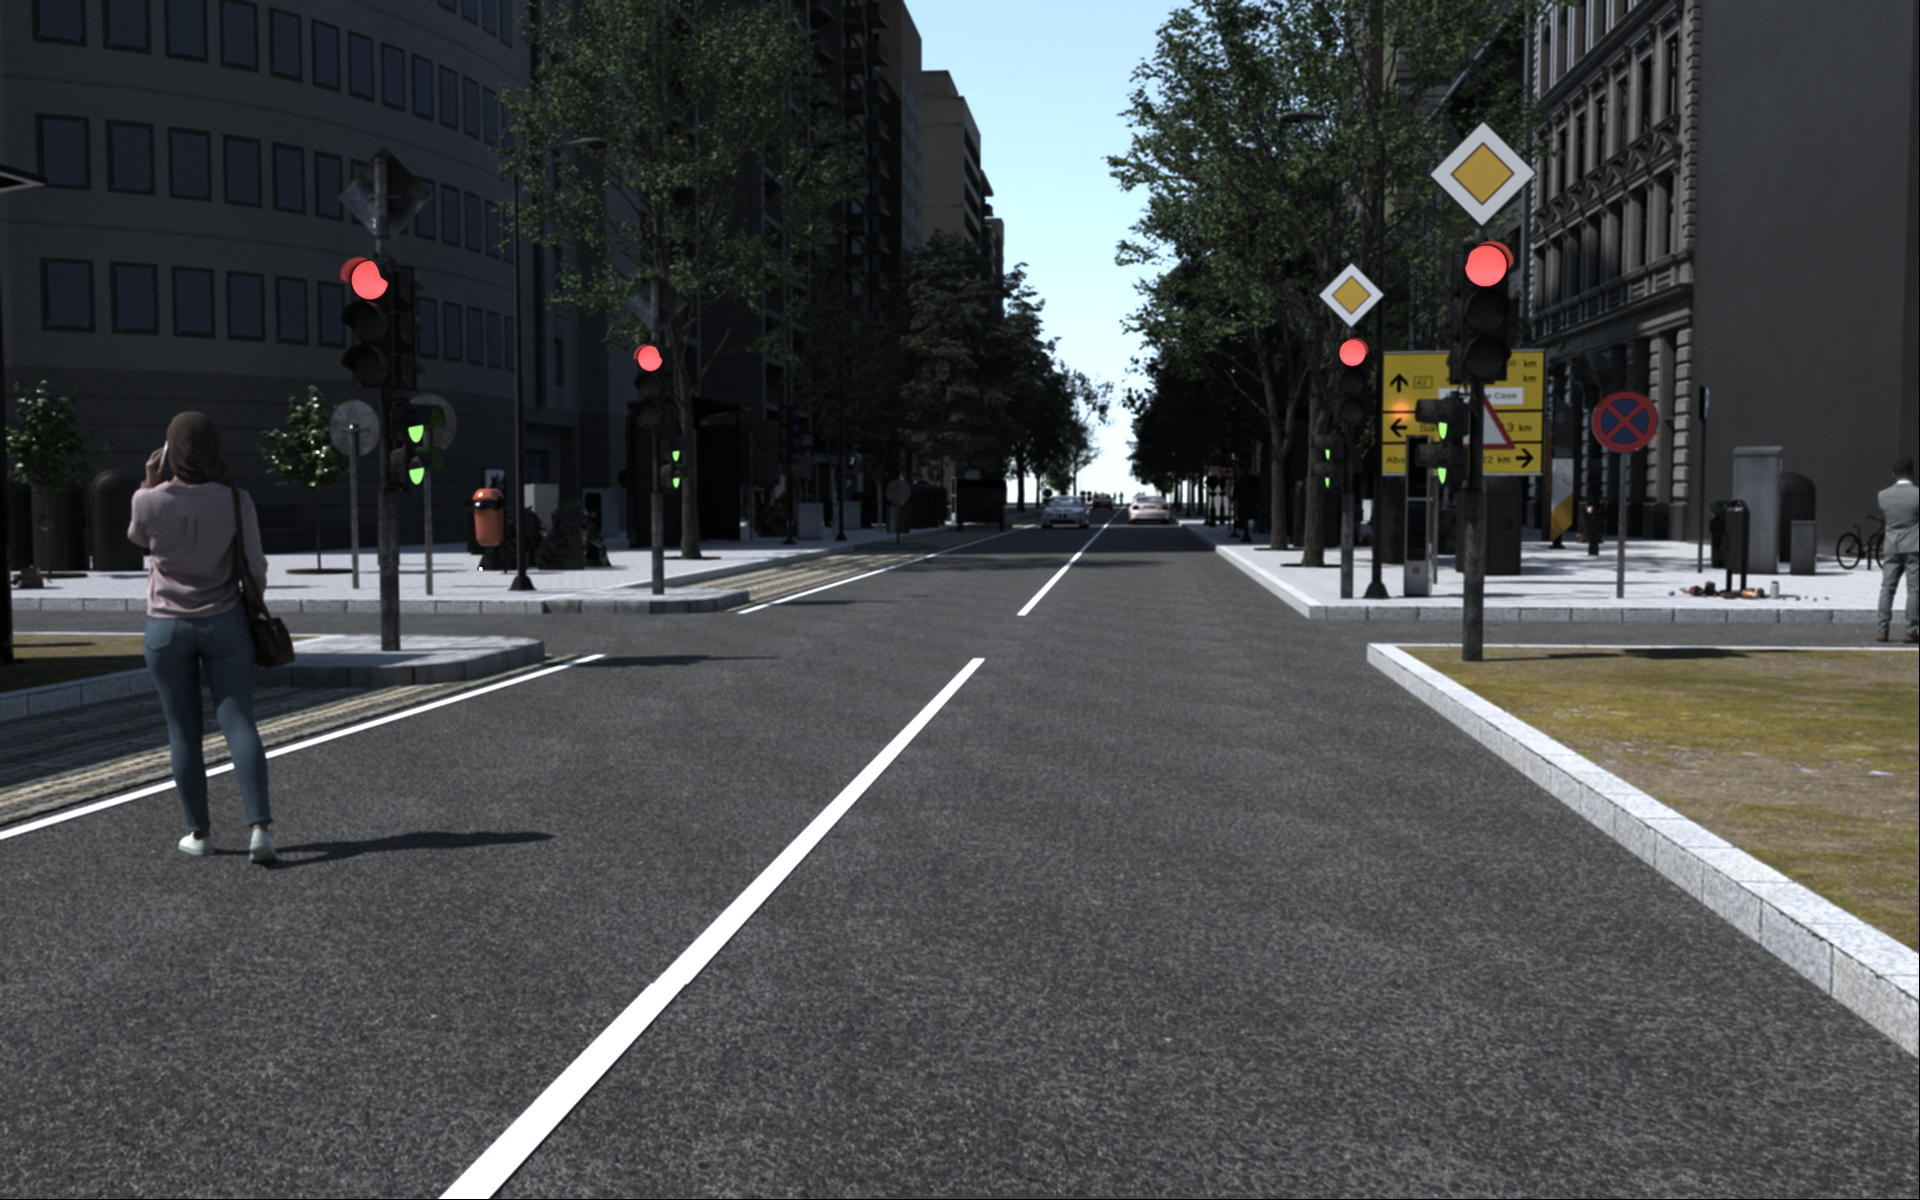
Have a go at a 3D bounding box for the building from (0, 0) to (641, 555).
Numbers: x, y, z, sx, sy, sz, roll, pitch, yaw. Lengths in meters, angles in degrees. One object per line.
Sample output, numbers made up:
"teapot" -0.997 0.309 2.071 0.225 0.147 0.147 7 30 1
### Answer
"building" -23.133 -30.898 47.189 21.231 58.520 28.212 0 4 6

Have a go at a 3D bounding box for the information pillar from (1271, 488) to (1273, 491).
"information pillar" 11.725 -3.673 64.545 0.304 2.012 0.304 3 4 36

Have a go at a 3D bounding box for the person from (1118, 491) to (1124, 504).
"person" 22.302 -14.139 239.755 0.705 1.814 1.350 -2 4 -34

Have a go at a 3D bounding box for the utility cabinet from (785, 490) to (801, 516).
"utility cabinet" -9.349 -5.459 97.941 1.173 1.500 0.318 0 4 -8

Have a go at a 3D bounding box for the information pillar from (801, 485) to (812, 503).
"information pillar" -5.762 -3.711 65.163 0.304 2.012 0.304 2 4 31

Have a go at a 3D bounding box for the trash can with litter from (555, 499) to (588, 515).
"trash can with litter" -8.534 -1.588 37.350 0.624 1.170 1.055 1 4 23

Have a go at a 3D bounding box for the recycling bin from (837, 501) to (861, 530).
"recycling bin" -4.044 -3.038 62.227 0.722 1.027 0.722 -2 4 -33

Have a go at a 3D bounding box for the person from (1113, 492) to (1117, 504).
"person" 22.233 -14.572 247.277 0.750 1.759 0.617 3 5 40

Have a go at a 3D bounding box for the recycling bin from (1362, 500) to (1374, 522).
"recycling bin" 18.928 -4.086 79.353 0.722 1.027 0.722 -1 4 -20

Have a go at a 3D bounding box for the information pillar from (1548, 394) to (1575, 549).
"information pillar" 14.087 -3.007 40.518 0.504 3.616 0.183 0 4 -1

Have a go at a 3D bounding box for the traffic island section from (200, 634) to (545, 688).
"traffic island section" -4.684 0.494 14.201 2.009 0.180 2.903 0 4 6

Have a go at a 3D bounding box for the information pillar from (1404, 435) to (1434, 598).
"information pillar" 5.716 -1.045 21.576 0.304 2.012 0.304 2 4 24

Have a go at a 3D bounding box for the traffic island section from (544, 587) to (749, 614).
"traffic island section" -3.877 0.008 22.146 2.009 0.180 2.903 0 4 6

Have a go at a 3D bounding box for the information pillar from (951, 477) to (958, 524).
"information pillar" -0.172 -4.312 74.988 0.304 2.012 0.304 -3 4 -38

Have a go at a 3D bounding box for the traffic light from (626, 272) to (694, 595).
"traffic light" -3.838 -2.024 22.007 0.839 4.253 0.868 0 4 6

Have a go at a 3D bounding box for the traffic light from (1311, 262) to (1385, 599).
"traffic light" 4.731 -1.972 21.156 0.839 4.253 0.868 0 4 6

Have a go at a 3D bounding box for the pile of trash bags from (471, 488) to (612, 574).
"pile of trash bags" -7.274 -1.189 29.191 1.912 1.369 3.447 1 4 10

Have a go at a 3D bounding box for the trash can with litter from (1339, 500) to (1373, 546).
"trash can with litter" 9.898 -1.920 42.782 1.055 1.170 0.624 3 5 41

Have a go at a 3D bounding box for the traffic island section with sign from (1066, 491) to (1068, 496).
"traffic island section with sign" 8.961 -8.556 148.514 1.989 1.847 2.006 0 4 6

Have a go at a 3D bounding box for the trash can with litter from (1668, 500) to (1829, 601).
"trash can with litter" 9.801 -0.664 21.908 1.678 1.210 2.233 0 4 5

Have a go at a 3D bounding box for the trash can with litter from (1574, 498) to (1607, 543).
"trash can with litter" 16.325 -2.055 44.986 0.624 1.170 1.055 -1 4 -11

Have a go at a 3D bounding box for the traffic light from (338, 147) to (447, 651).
"traffic light" -4.645 -1.538 14.063 0.839 4.253 0.868 0 4 6

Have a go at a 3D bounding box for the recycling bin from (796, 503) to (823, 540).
"recycling bin" -4.242 -2.217 48.810 0.722 1.027 0.722 -1 4 -9

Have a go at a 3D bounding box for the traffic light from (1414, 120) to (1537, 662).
"traffic light" 3.924 -1.486 13.212 0.839 4.253 0.868 0 4 6

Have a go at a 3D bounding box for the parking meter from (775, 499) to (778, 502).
"parking meter" -9.940 -5.438 94.627 0.255 1.863 0.399 -1 4 -23

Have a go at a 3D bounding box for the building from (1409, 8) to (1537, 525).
"building" 29.875 -15.907 79.140 14.314 24.678 30.058 0 4 6

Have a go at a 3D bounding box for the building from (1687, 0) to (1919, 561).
"building" 30.078 -14.842 36.178 24.014 27.812 14.314 0 4 6

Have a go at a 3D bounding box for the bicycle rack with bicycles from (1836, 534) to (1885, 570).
"bicycle rack with bicycles" 16.197 -0.911 28.284 2.852 0.926 2.925 0 4 -3

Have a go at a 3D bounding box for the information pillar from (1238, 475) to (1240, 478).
"information pillar" 10.783 -3.760 65.964 0.304 2.012 0.304 3 4 38

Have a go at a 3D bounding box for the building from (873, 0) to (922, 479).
"building" -11.117 -30.894 155.233 14.600 45.320 14.200 0 4 6

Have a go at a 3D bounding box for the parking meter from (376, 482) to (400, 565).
"parking meter" -10.329 -1.398 31.273 0.372 1.533 0.369 0 3 0

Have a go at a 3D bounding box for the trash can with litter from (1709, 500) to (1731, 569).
"trash can with litter" 13.344 -1.128 29.832 0.624 1.170 1.055 0 4 1

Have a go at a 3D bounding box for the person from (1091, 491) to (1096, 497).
"person" 15.924 -12.031 205.741 0.750 1.759 0.617 0 4 -1

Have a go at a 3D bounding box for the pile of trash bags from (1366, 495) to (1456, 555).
"pile of trash bags" 9.879 -1.706 37.649 1.912 1.369 3.447 0 4 6

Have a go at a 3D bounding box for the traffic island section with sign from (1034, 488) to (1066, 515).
"traffic island section with sign" 6.236 -6.916 121.697 1.989 1.847 2.006 0 4 6

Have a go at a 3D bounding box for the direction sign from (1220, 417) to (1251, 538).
"direction sign" 8.133 -3.621 51.195 0.876 3.537 0.379 0 4 3

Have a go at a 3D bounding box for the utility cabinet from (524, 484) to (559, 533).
"utility cabinet" -9.305 -1.820 38.431 0.318 1.500 1.173 1 4 13

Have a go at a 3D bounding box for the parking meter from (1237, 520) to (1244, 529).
"parking meter" 10.410 -3.600 64.573 0.255 1.863 0.399 3 4 38

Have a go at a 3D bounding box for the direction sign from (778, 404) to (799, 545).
"direction sign" -4.350 -3.185 44.066 0.379 3.537 0.876 2 4 30

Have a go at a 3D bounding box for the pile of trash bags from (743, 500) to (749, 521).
"pile of trash bags" -9.099 -4.064 76.199 3.447 1.369 1.912 1 4 20

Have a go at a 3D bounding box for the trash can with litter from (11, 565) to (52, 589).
"trash can with litter" -12.961 -0.740 23.494 1.055 1.170 0.624 -3 4 -39

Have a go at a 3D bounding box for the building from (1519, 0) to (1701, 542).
"building" 25.011 -13.790 54.340 11.050 23.489 19.941 0 4 6

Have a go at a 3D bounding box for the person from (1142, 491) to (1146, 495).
"person" 25.179 -14.022 237.891 1.348 1.807 0.705 -1 4 -9

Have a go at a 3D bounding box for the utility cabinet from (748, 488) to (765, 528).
"utility cabinet" -7.742 -3.498 65.865 0.318 1.500 1.173 1 4 10

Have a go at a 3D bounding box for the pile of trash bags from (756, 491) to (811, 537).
"pile of trash bags" -5.302 -2.650 53.086 1.912 1.369 3.447 0 4 -7

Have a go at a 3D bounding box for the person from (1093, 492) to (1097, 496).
"person" 18.738 -13.986 237.990 1.217 1.723 0.721 -2 4 -29

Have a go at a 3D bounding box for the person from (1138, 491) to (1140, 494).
"person" 23.881 -13.596 230.878 1.350 1.814 0.705 0 4 1

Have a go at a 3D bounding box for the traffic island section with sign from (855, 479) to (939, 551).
"traffic island section with sign" -1.590 -2.200 44.601 1.989 1.847 2.006 0 4 6

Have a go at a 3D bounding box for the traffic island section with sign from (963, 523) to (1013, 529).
"traffic island section with sign" 1.162 -3.861 71.752 1.989 1.847 2.006 0 4 6

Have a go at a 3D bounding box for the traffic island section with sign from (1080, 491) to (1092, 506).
"traffic island section with sign" 17.301 -13.579 230.639 1.989 1.847 2.006 0 4 6
